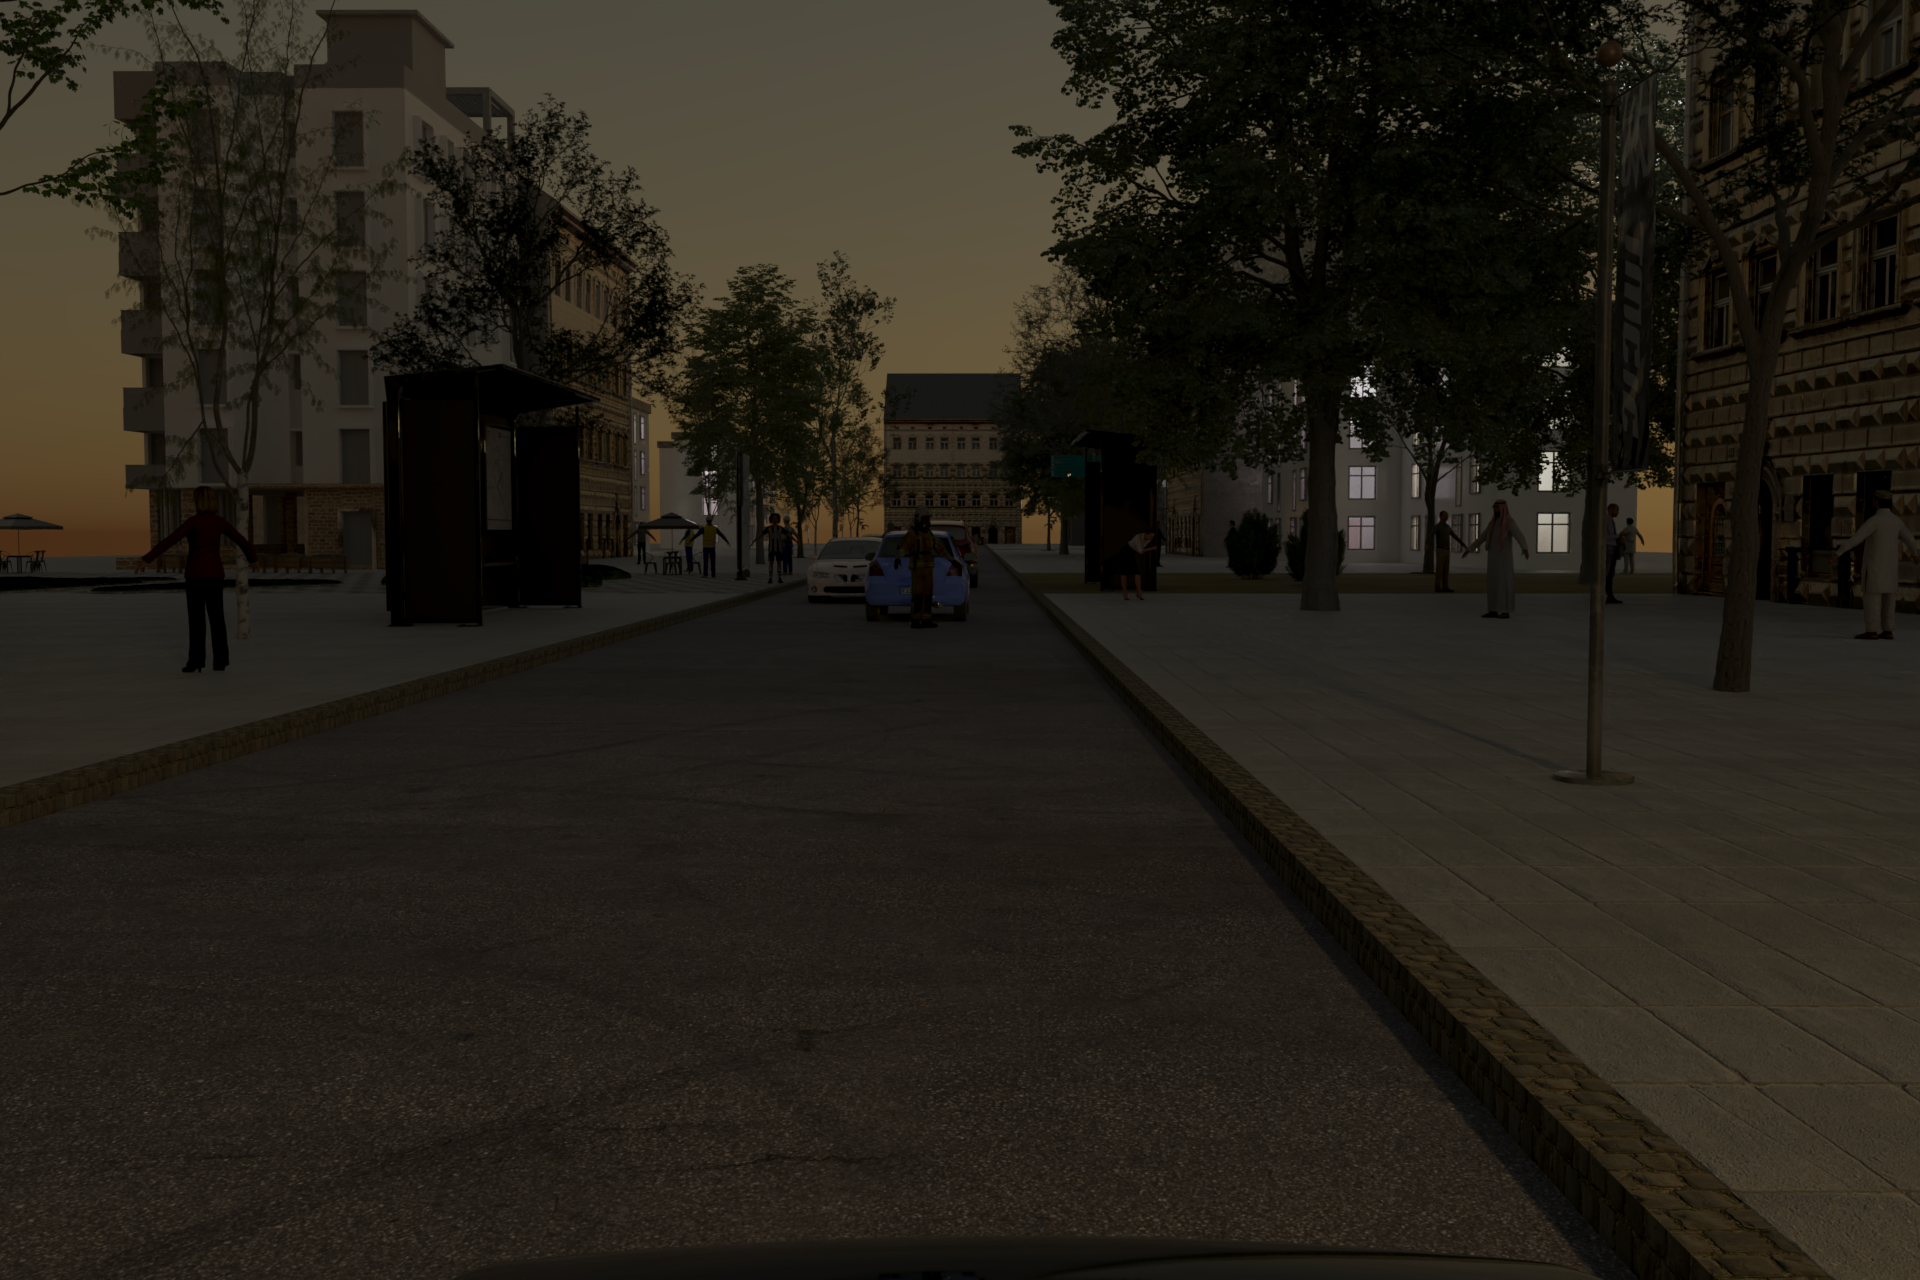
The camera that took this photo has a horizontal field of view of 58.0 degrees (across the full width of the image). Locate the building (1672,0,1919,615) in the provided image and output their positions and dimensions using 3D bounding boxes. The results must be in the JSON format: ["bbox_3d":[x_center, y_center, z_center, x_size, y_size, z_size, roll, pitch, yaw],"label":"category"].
[{"bbox_3d":[24.424,-12.005,27.204,19.493,23.208,18.063,0,4,0],"label":"building"}]

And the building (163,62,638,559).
[{"bbox_3d":[-27.856,-15.740,88.275,19.493,23.208,18.063,0,4,1],"label":"building"}]

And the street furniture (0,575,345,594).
[{"bbox_3d":[-30.043,-2.340,43.290,27.439,1.986,14.083,2,4,25],"label":"street furniture"}]

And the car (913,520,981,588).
[{"bbox_3d":[-0.539,-2.395,47.832,2.281,1.827,5.304,0,4,-1],"label":"car"}]

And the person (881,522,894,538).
[{"bbox_3d":[-2.183,-2.844,55.092,1.348,1.813,0.705,3,4,39],"label":"person"}]

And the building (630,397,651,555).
[{"bbox_3d":[-24.555,-10.415,112.425,9.099,9.664,28.070,0,3,0],"label":"building"}]

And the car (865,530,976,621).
[{"bbox_3d":[-0.692,-1.234,29.775,1.945,1.707,3.694,0,4,1],"label":"car"}]

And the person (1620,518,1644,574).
[{"bbox_3d":[21.557,-3.037,55.842,1.347,1.806,0.705,-1,4,-19],"label":"person"}]

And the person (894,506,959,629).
[{"bbox_3d":[-0.559,-1.110,26.373,0.705,1.858,1.354,3,5,43],"label":"person"}]

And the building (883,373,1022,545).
[{"bbox_3d":[-0.830,-24.565,235.030,18.063,23.208,19.493,0,4,1],"label":"building"}]

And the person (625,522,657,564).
[{"bbox_3d":[-13.518,-4.119,73.478,1.348,1.813,0.705,-1,4,-22],"label":"person"}]

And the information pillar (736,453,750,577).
[{"bbox_3d":[-6.414,-3.663,51.207,0.184,3.620,1.656,0,4,1],"label":"information pillar"}]

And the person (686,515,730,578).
[{"bbox_3d":[-7.359,-2.739,50.752,1.349,1.833,0.705,-2,4,-25],"label":"person"}]

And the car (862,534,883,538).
[{"bbox_3d":[-2.713,-2.927,58.075,2.015,1.641,3.980,0,4,0],"label":"car"}]

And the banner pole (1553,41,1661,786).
[{"bbox_3d":[3.299,-1.141,8.677,0.401,3.779,0.863,0,4,0],"label":"banner pole"}]

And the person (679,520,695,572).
[{"bbox_3d":[-9.271,-3.201,58.806,0.721,1.772,1.216,1,4,12],"label":"person"}]

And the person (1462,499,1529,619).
[{"bbox_3d":[8.209,-1.239,26.411,0.704,1.811,1.347,-2,4,-27],"label":"person"}]

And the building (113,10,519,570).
[{"bbox_3d":[-24.648,-12.699,64.044,16.016,20.090,11.380,0,4,1],"label":"building"}]

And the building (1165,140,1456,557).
[{"bbox_3d":[22.702,-16.705,104.058,19.493,23.208,18.063,0,4,1],"label":"building"}]

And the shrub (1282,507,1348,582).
[{"bbox_3d":[8.830,-2.370,43.170,1.690,2.028,1.600,0,3,0],"label":"shrub"}]

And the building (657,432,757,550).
[{"bbox_3d":[-22.775,-13.111,156.519,9.099,9.664,28.070,0,4,1],"label":"building"}]

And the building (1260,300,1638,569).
[{"bbox_3d":[20.119,-8.207,76.325,9.099,9.664,28.070,0,3,0],"label":"building"}]

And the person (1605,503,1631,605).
[{"bbox_3d":[11.937,-1.566,31.518,0.599,1.838,0.709,3,5,40],"label":"person"}]

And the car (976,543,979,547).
[{"bbox_3d":[-0.314,-3.355,66.657,2.131,1.459,4.920,0,4,-1],"label":"car"}]

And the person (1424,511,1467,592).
[{"bbox_3d":[10.644,-1.946,38.090,1.348,1.796,0.705,-2,4,-32],"label":"person"}]

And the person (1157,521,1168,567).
[{"bbox_3d":[7.769,-3.766,67.793,0.704,1.802,1.346,-1,4,-16],"label":"person"}]

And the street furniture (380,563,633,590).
[{"bbox_3d":[-11.359,-1.769,44.548,5.734,0.657,10.072,0,4,-2],"label":"street furniture"}]

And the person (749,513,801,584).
[{"bbox_3d":[-4.795,-2.372,44.928,1.345,1.843,0.704,-1,4,-10],"label":"person"}]

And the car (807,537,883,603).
[{"bbox_3d":[-2.249,-1.552,37.738,2.083,1.381,4.827,0,4,0],"label":"car"}]

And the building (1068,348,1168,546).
[{"bbox_3d":[26.231,-22.091,205.156,27.936,21.610,32.646,0,4,0],"label":"building"}]

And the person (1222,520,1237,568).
[{"bbox_3d":[10.312,-3.652,65.889,0.705,1.806,1.347,-1,4,-11],"label":"person"}]

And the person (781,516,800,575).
[{"bbox_3d":[-5.394,-2.934,53.833,0.705,1.847,1.347,3,5,39],"label":"person"}]

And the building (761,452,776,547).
[{"bbox_3d":[-24.519,-15.100,189.031,9.099,9.664,28.070,0,3,0],"label":"building"}]

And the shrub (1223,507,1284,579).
[{"bbox_3d":[8.335,-2.764,49.229,1.661,2.075,1.752,0,3,0],"label":"shrub"}]

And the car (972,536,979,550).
[{"bbox_3d":[0.310,-6.222,114.314,1.945,1.354,3.894,0,4,0],"label":"car"}]
